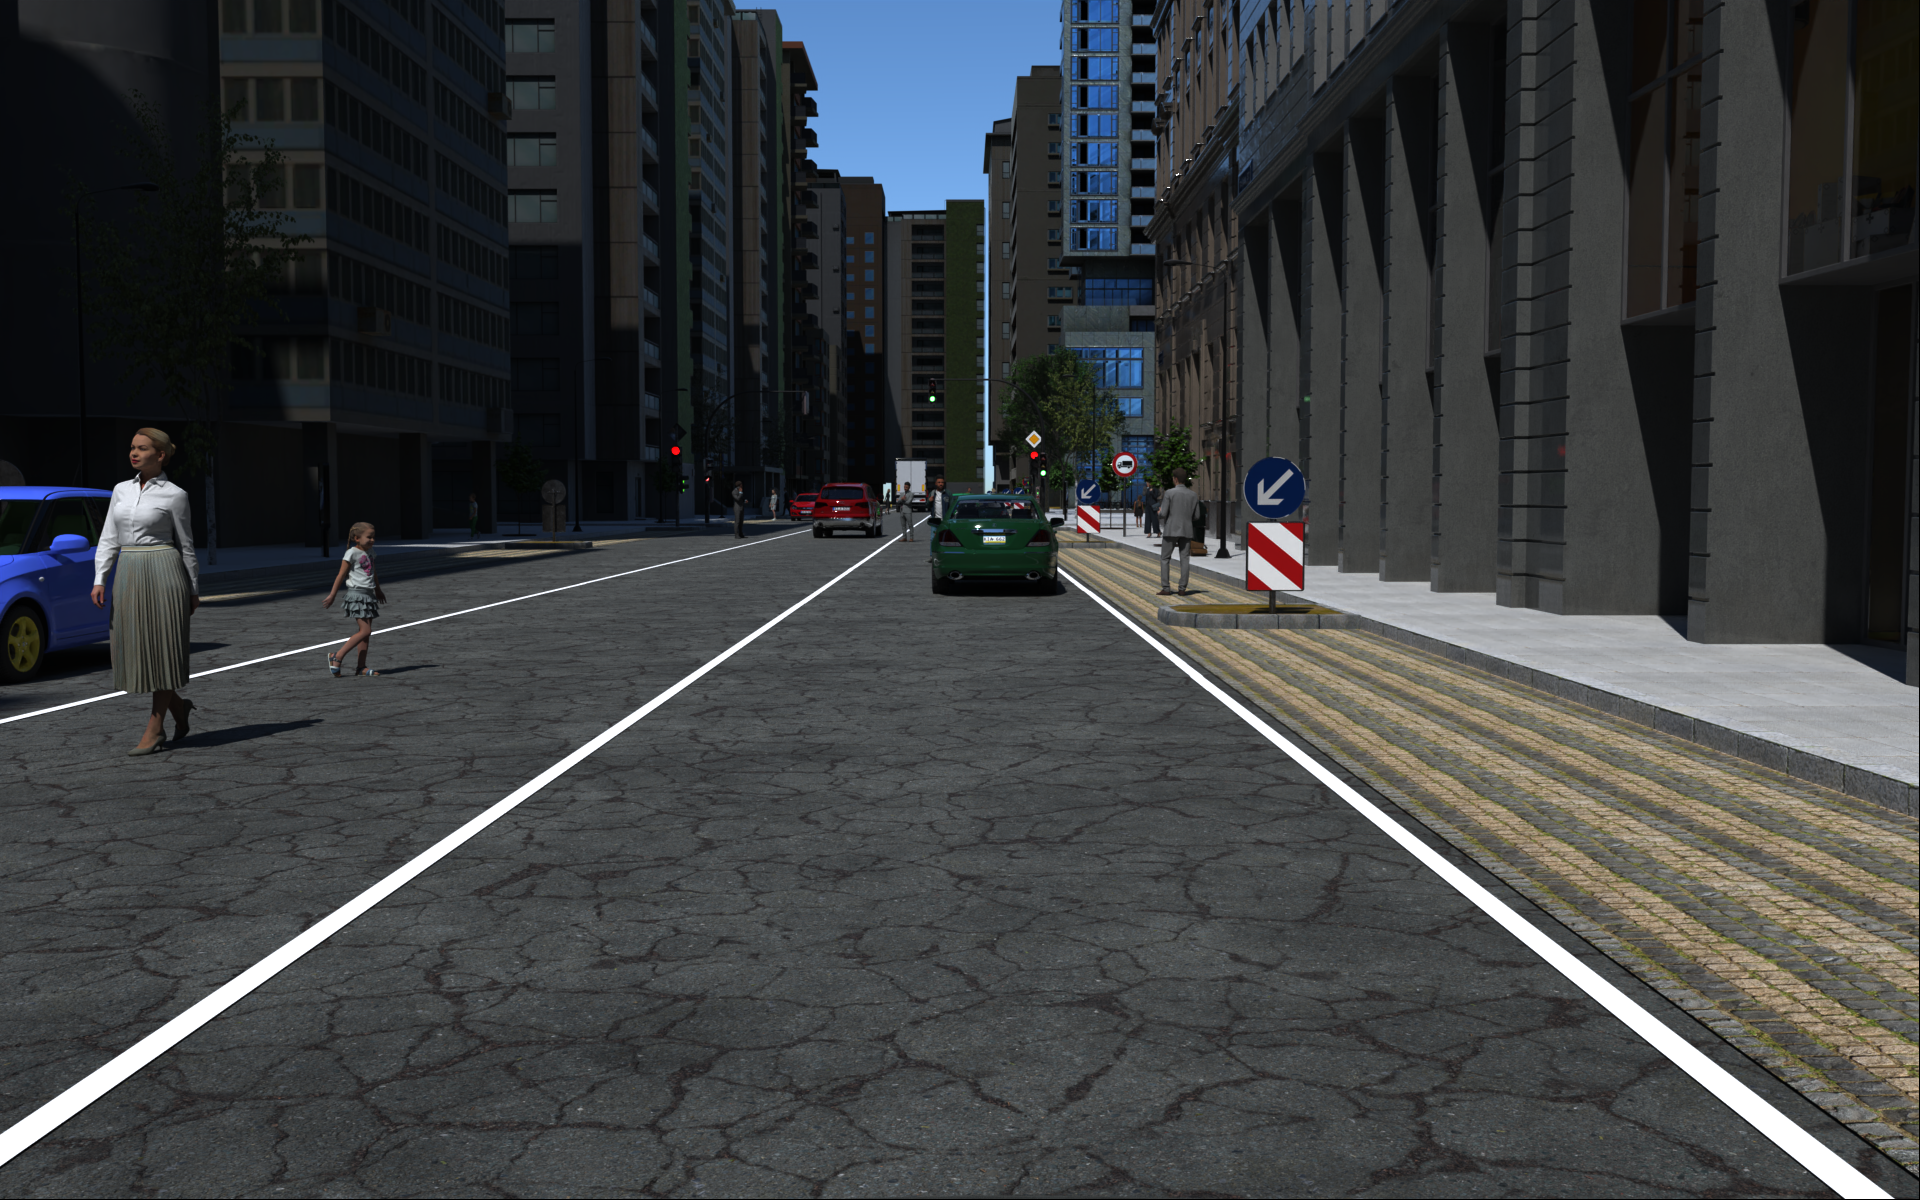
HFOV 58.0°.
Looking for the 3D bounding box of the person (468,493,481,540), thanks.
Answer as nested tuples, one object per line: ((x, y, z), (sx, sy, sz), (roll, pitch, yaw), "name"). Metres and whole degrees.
((-13.710, -2.359, 48.858), (0.306, 1.304, 0.590), (1, 4, 22), "person")

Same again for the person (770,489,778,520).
((-10.114, -5.179, 94.185), (0.522, 1.701, 0.512), (-3, 5, -43), "person")

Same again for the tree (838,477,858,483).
((-13.501, -13.307, 212.164), (1.663, 3.219, 1.824), (0, 3, 0), "tree")

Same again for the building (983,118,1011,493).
((17.231, -40.355, 249.040), (27.495, 52.752, 28.713), (0, 3, 0), "building")

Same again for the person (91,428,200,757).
((-4.508, -0.060, 9.712), (0.478, 1.798, 0.641), (1, 4, 14), "person")

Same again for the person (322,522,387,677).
((-4.750, -0.010, 13.671), (0.382, 1.210, 0.505), (1, 4, 13), "person")

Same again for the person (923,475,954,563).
((-0.355, -1.618, 34.935), (0.794, 1.824, 0.713), (3, 5, 40), "person")

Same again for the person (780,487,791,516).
((-10.998, -6.174, 109.218), (0.755, 1.850, 0.659), (0, 4, 6), "person")

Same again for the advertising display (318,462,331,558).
((-12.975, -1.843, 35.353), (0.123, 1.923, 0.974), (-2, 4, -26), "advertising display")

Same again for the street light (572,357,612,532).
((-12.531, -5.286, 58.975), (1.470, 5.913, 1.316), (0, 3, 0), "street light")

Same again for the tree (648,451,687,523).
((-13.249, -5.095, 77.912), (1.663, 3.219, 1.824), (0, 3, 0), "tree")

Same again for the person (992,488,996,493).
((2.063, -6.044, 107.494), (0.728, 1.800, 0.709), (3, 5, 41), "person")

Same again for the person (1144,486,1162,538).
((5.633, -2.711, 50.796), (0.576, 1.772, 0.534), (2, 4, 35), "person")

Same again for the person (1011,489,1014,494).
((5.404, -10.506, 177.786), (1.348, 1.831, 0.705), (3, 5, 43), "person")

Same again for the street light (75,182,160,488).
((-12.633, -3.268, 25.979), (1.470, 5.913, 1.316), (0, 3, 0), "street light")

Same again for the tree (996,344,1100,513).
((6.156, -11.837, 119.290), (9.928, 11.665, 9.643), (0, 3, 0), "tree")

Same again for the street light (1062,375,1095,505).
((4.673, -5.806, 67.463), (1.470, 5.913, 1.316), (0, 3, 0), "street light")

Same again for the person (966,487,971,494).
((0.469, -5.888, 104.684), (0.836, 1.842, 0.656), (0, 4, 3), "person")

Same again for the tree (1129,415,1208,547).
((5.258, -2.928, 42.476), (1.663, 3.219, 1.824), (0, 3, 0), "tree")

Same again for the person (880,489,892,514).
((-5.306, -6.900, 121.534), (0.699, 1.804, 1.509), (3, 5, 45), "person")

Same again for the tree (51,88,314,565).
((-13.742, -4.930, 30.970), (4.737, 8.622, 4.395), (0, 3, 0), "tree")

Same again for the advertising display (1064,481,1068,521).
((5.111, -4.790, 83.531), (0.123, 1.923, 0.974), (1, 4, 10), "advertising display")

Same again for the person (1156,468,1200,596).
((3.028, -0.957, 24.345), (0.606, 1.804, 0.583), (-2, 4, -24), "person")

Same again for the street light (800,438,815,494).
((-12.617, -10.419, 142.898), (1.470, 5.913, 1.316), (0, 3, 0), "street light")

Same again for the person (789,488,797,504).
((-10.840, -6.346, 112.452), (0.583, 1.804, 0.606), (0, 4, 2), "person")

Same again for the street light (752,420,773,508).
((-12.493, -8.354, 109.124), (1.470, 5.913, 1.316), (0, 3, 0), "street light")

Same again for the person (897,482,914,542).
((-1.640, -2.646, 51.944), (0.511, 1.800, 0.466), (1, 4, 23), "person")

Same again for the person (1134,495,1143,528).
((6.857, -3.409, 66.451), (0.362, 1.253, 0.373), (1, 4, 14), "person")

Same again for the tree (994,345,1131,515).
((6.639, -10.607, 107.831), (8.767, 10.594, 7.601), (1, 4, 15), "tree")

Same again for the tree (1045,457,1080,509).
((8.567, -10.018, 147.505), (4.285, 4.588, 4.351), (0, 3, 0), "tree")

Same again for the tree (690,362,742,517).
((-13.976, -8.897, 95.836), (4.360, 8.622, 3.978), (0, 3, 0), "tree")

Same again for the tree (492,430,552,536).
((-13.342, -3.565, 52.888), (1.663, 3.219, 1.824), (0, 3, 0), "tree")

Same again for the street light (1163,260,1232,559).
((4.719, -3.788, 34.467), (1.470, 5.913, 1.316), (0, 3, 0), "street light")

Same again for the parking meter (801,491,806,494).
((-12.719, -8.099, 140.827), (0.372, 1.533, 0.369), (0, 3, 0), "parking meter")

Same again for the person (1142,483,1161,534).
((6.192, -3.053, 55.764), (0.655, 1.846, 0.447), (0, 4, 1), "person")

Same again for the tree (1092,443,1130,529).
((5.415, -4.192, 63.142), (1.663, 3.219, 1.824), (0, 3, 0), "tree")

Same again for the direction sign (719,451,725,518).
((-12.707, -6.138, 92.349), (0.379, 3.537, 0.876), (0, 4, 5), "direction sign")

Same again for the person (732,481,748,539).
((-7.051, -2.906, 55.816), (0.447, 1.846, 0.655), (1, 4, 20), "person")

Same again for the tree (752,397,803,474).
((-14.080, -11.139, 132.492), (4.360, 8.622, 3.978), (0, 3, 0), "tree")

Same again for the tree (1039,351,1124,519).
((6.282, -8.524, 89.731), (4.737, 8.622, 4.395), (0, 3, 0), "tree")

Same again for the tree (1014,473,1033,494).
((5.831, -10.071, 159.261), (1.663, 3.219, 1.824), (0, 3, 0), "tree")

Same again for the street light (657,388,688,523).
((-12.634, -6.336, 76.128), (1.470, 5.913, 1.316), (0, 3, 0), "street light")
